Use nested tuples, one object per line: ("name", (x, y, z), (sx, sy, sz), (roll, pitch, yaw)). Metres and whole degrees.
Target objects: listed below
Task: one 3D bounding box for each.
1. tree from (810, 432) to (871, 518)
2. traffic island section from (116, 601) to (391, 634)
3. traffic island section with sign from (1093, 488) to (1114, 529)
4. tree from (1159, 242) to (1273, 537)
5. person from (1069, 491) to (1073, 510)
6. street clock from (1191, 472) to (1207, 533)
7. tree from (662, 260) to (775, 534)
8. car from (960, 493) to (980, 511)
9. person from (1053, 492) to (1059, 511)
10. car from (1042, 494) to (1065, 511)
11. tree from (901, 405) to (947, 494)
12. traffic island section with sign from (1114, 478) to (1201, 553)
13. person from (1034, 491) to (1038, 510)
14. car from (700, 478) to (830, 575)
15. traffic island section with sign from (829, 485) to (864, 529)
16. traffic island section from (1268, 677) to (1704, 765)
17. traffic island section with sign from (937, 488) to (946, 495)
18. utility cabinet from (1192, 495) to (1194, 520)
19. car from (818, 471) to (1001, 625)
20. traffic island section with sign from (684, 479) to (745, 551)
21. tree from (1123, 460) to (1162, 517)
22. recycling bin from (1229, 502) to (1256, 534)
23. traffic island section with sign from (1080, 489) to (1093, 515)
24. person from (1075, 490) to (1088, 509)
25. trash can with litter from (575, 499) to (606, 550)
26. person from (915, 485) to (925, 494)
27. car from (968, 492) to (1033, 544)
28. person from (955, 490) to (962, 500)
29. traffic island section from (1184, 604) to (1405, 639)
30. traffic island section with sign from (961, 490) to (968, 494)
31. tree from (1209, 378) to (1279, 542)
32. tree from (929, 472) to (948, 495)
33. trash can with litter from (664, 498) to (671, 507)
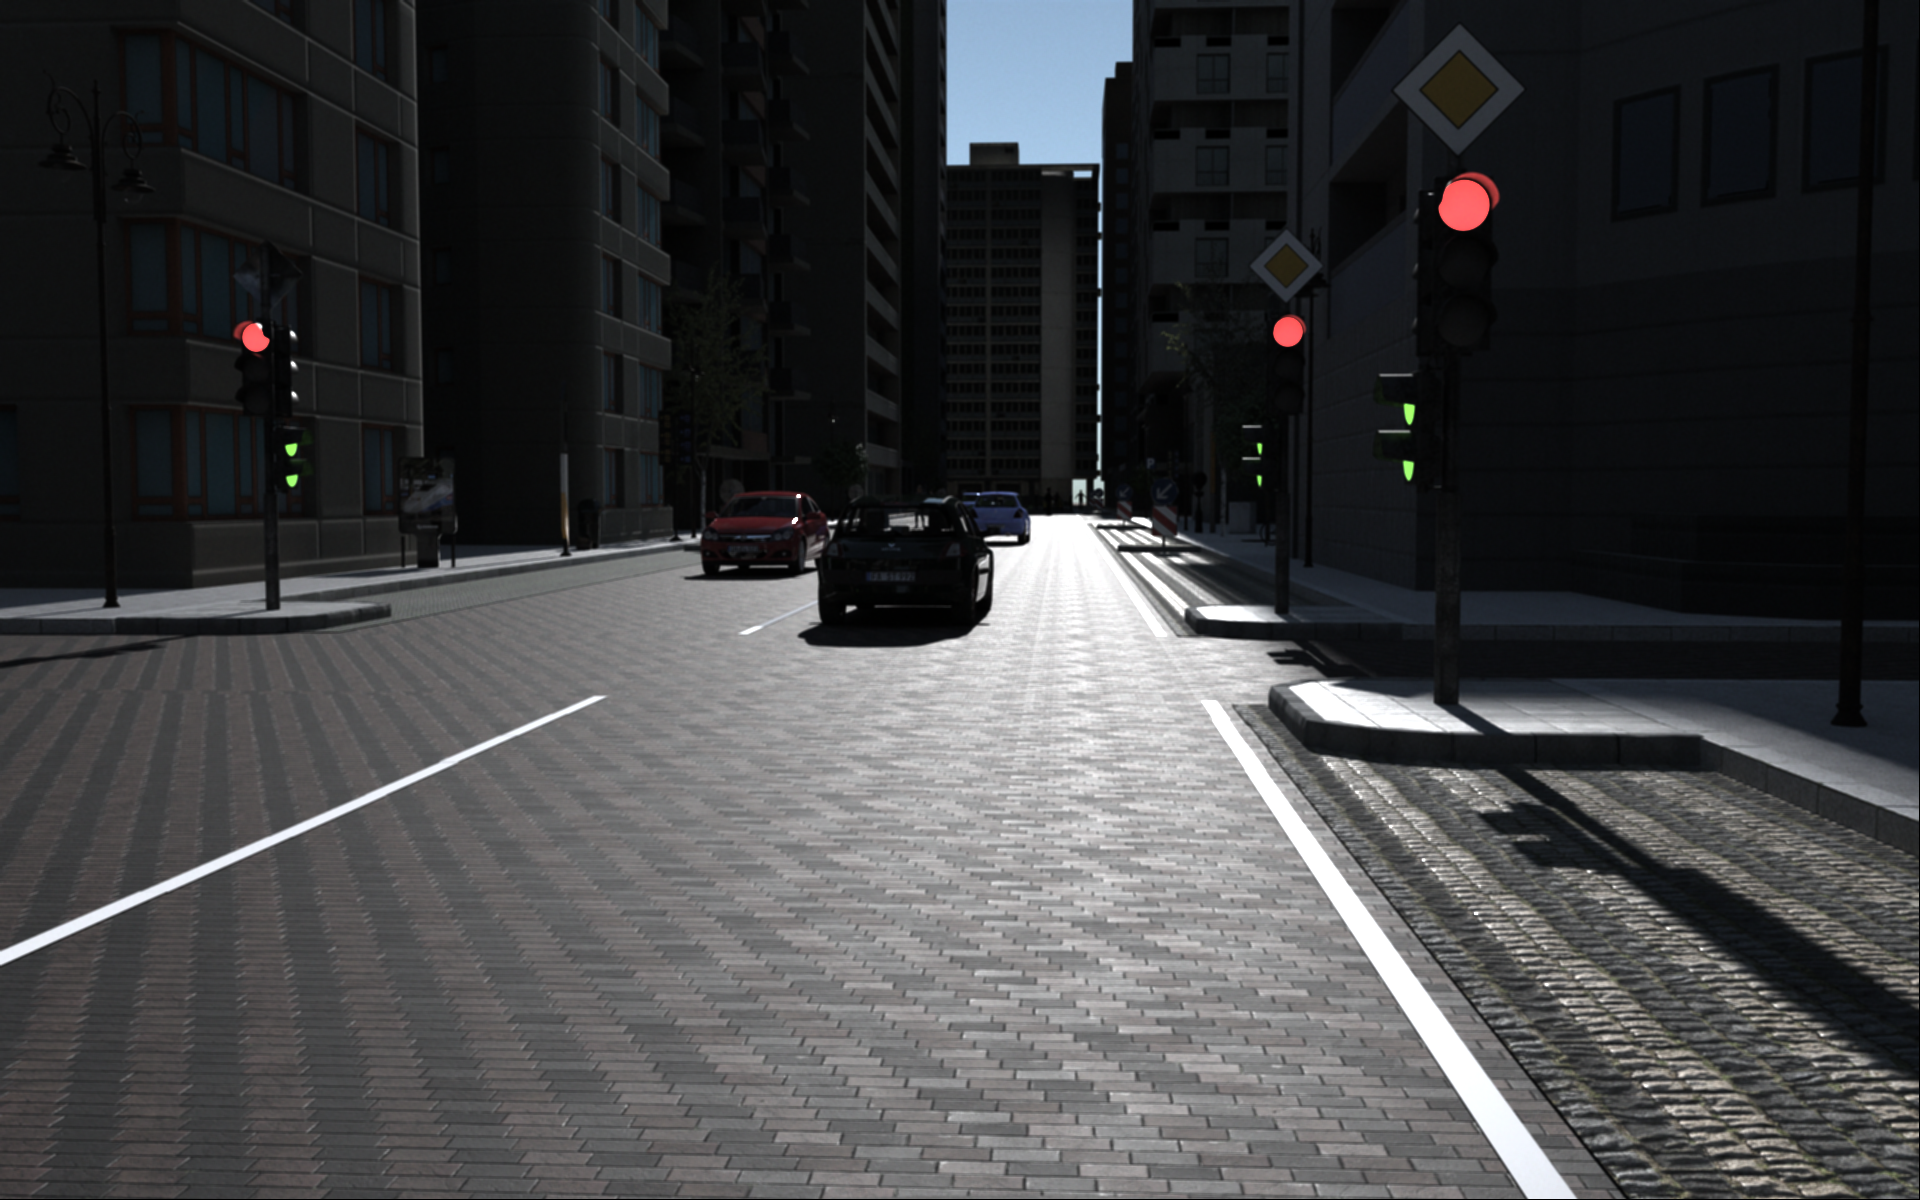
("tree", (-6.319, -6.626, 92.054), (4.285, 4.588, 4.351), (0, 3, 0))
("traffic island section", (-7.648, 0.186, 19.244), (2.009, 0.180, 2.903), (0, 4, 3))
("traffic island section with sign", (6.572, -3.797, 70.714), (1.989, 1.847, 2.006), (0, 4, 3))
("tree", (8.109, -6.189, 51.547), (4.360, 8.622, 3.978), (0, 3, 0))
("person", (9.630, -8.712, 151.668), (0.721, 1.736, 1.217), (1, 4, 9))
("street clock", (7.899, -3.222, 57.243), (0.471, 2.002, 0.358), (-2, 4, -25))
("tree", (-8.157, -6.433, 55.536), (4.737, 8.622, 4.395), (0, 3, 0))
("car", (0.727, -6.041, 108.366), (1.945, 1.707, 3.694), (0, 4, 2))
("person", (8.040, -8.245, 144.780), (0.415, 1.643, 0.593), (3, 5, 45))
("car", (7.999, -8.449, 148.363), (2.015, 1.641, 3.980), (0, 4, 3))
("tree", (-2.928, -11.759, 142.625), (4.737, 8.622, 4.395), (0, 3, 0))
("traffic island section with sign", (4.933, -2.111, 43.137), (1.989, 1.847, 2.006), (0, 4, 3))
("person", (6.928, -9.162, 159.100), (0.445, 1.727, 0.742), (-3, 4, -36))
("car", (-3.569, -1.416, 32.188), (2.155, 1.783, 4.494), (0, 4, 5))
("traffic island section with sign", (-4.249, -3.813, 70.976), (1.989, 1.847, 2.006), (0, 4, 3))
("traffic island section", (3.000, 0.714, 10.610), (2.009, 0.180, 2.903), (0, 4, 3))
("traffic island section with sign", (-1.242, -6.903, 121.498), (1.989, 1.847, 2.006), (0, 4, 3))
("utility cabinet", (11.765, -4.581, 86.058), (0.306, 1.237, 1.020), (1, 4, 18))
("car", (-0.560, -0.645, 20.338), (2.009, 1.686, 4.222), (0, 4, 5))
("traffic island section with sign", (-5.843, -2.168, 44.068), (1.989, 1.847, 2.006), (0, 4, 3))
("tree", (10.447, -6.399, 99.225), (1.663, 3.219, 1.824), (0, 3, 0))
("recycling bin", (9.117, -2.650, 55.875), (0.722, 1.027, 0.722), (2, 4, 27))
("traffic island section with sign", (9.519, -6.821, 120.156), (1.989, 1.847, 2.006), (0, 4, 3))
("person", (11.599, -9.634, 165.983), (1.348, 1.831, 0.705), (-1, 4, -16))
("trash can with litter", (-8.609, -1.765, 40.250), (0.624, 1.170, 1.055), (0, 4, -4))
("person", (-1.649, -3.988, 73.887), (0.709, 1.800, 0.728), (2, 4, 24))
("car", (1.171, -2.532, 50.981), (1.945, 1.707, 3.694), (0, 4, 5))
("person", (0.016, -8.139, 142.298), (1.217, 1.743, 0.721), (0, 4, -2))
("traffic island section", (3.474, 0.226, 18.581), (2.009, 0.180, 2.903), (0, 4, 3))
("traffic island section with sign", (0.390, -8.582, 148.950), (1.989, 1.847, 2.006), (0, 4, 3))
("tree", (8.429, -3.858, 46.788), (4.285, 4.588, 4.351), (0, 3, 0))
("tree", (-2.090, -9.348, 147.442), (1.663, 3.219, 1.824), (0, 3, 0))
("trash can with litter", (-9.304, -2.527, 52.706), (1.055, 1.170, 0.624), (-1, 4, -11))
